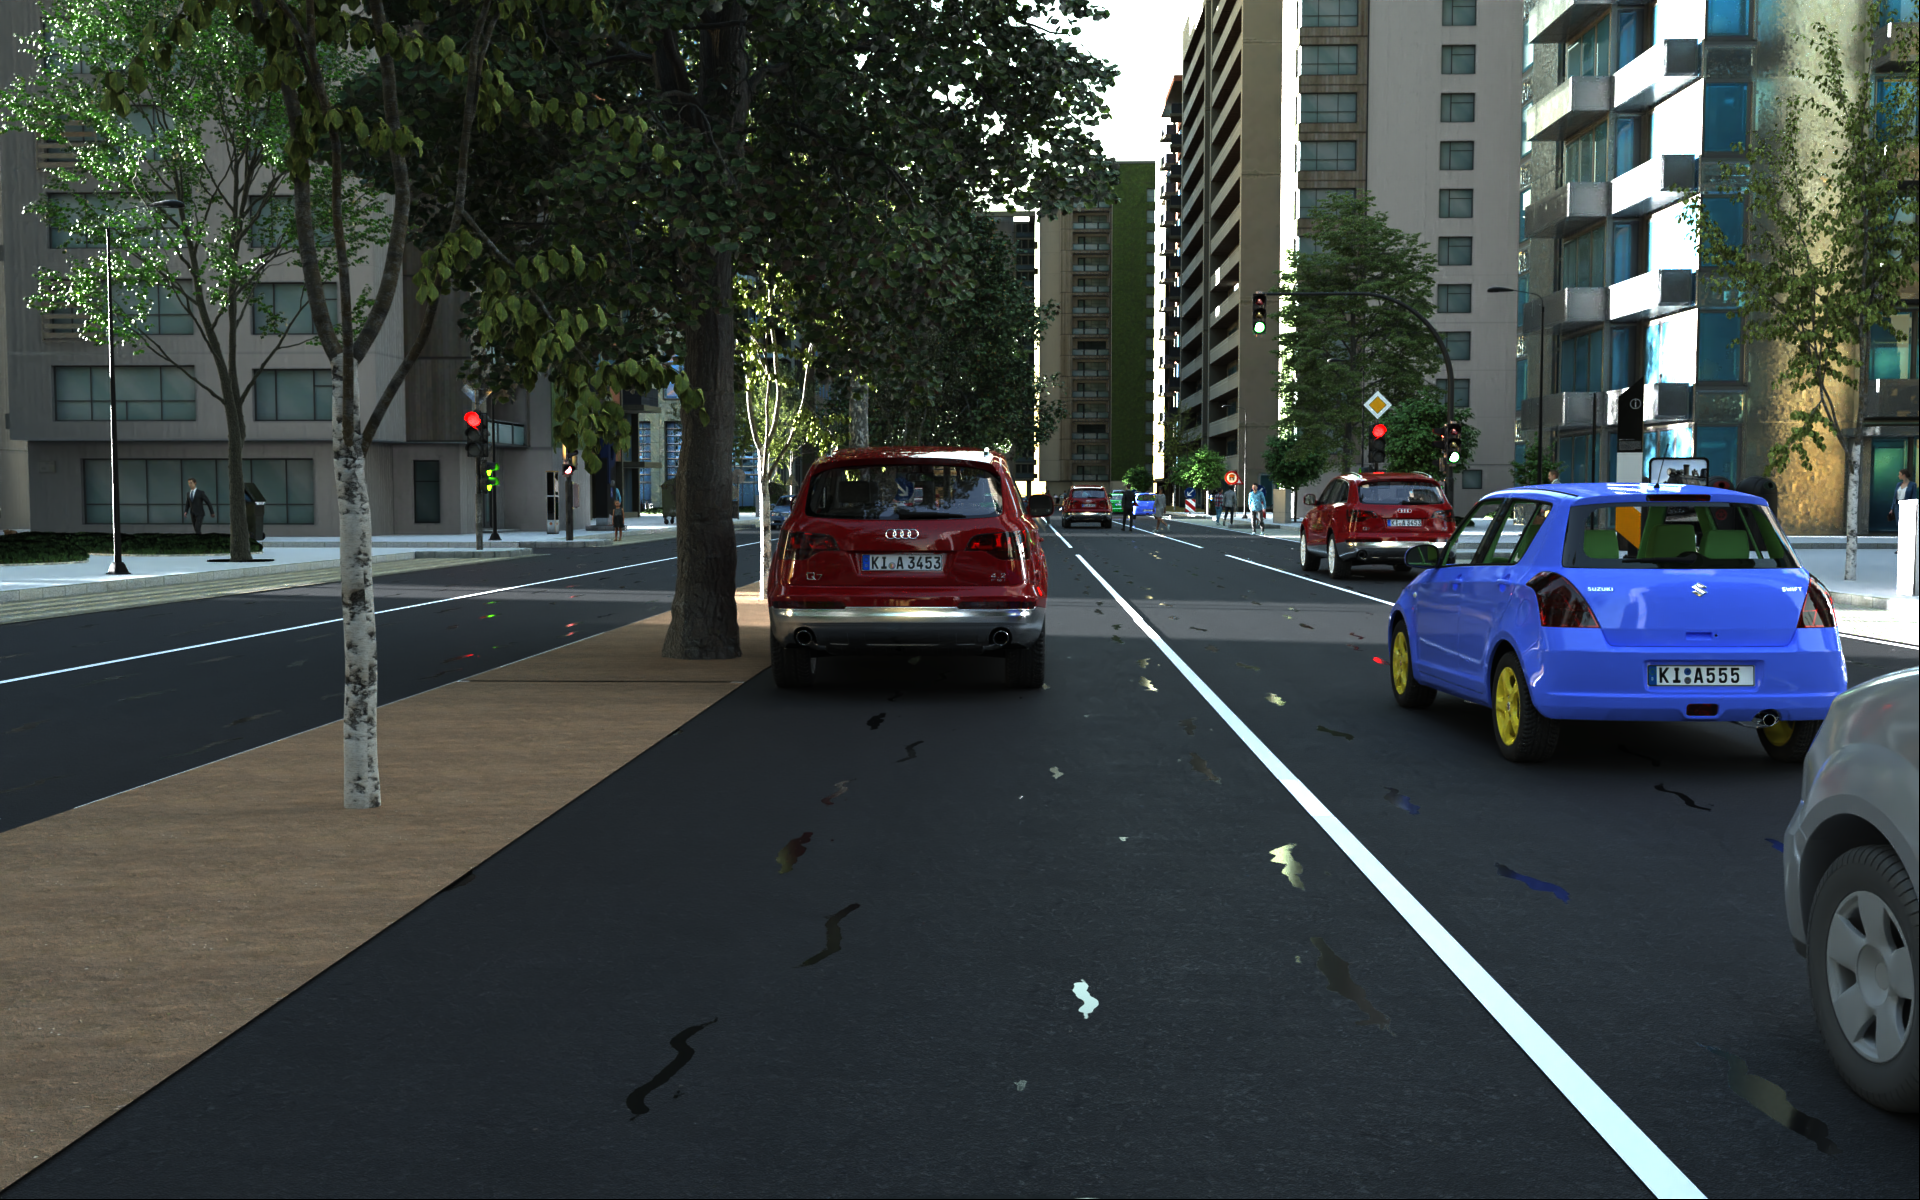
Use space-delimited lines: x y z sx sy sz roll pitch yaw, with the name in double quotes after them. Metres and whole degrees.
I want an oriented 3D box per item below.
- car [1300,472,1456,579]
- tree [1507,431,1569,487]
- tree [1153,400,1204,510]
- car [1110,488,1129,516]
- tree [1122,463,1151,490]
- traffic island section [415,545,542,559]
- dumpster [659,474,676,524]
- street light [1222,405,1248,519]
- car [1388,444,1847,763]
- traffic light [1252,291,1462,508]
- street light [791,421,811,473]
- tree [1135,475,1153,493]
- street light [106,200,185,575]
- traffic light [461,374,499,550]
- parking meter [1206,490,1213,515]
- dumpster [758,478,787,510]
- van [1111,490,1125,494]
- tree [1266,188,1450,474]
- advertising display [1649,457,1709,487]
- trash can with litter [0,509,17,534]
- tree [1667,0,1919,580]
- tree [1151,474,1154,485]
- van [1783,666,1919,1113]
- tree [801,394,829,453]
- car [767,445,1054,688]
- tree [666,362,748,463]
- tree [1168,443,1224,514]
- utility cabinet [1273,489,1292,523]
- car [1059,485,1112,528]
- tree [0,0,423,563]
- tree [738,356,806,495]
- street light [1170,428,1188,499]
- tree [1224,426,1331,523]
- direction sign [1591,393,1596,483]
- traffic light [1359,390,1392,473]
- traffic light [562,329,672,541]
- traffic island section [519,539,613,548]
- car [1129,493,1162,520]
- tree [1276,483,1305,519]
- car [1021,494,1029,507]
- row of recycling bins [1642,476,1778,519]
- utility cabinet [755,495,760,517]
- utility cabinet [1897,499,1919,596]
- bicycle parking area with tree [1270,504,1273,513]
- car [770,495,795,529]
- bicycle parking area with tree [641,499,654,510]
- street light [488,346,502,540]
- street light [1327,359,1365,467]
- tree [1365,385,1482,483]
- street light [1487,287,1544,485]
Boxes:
7.332 -1.345 30.668 2.281 1.827 5.304 0 4 3 "car"
17.543 -3.575 53.049 1.663 3.219 1.824 0 3 0 "tree"
17.044 -11.367 136.215 4.737 8.622 4.395 0 3 0 "tree"
9.599 -5.862 104.637 1.959 1.807 4.718 0 4 4 "car"
18.987 -12.294 184.712 4.285 4.588 4.351 0 3 0 "tree"
-11.087 -1.078 39.910 2.009 0.180 2.903 0 4 2 "traffic island section"
-11.939 -4.367 73.895 1.502 2.255 1.985 0 4 2 "dumpster"
14.372 -7.214 90.485 1.470 5.913 1.316 0 4 2 "street light"
3.774 -0.058 10.541 1.945 1.707 3.694 0 4 1 "car"
8.907 -3.932 38.954 4.771 5.953 1.251 0 4 2 "traffic light"
-10.102 -8.360 109.226 1.470 5.913 1.316 0 4 2 "street light"
17.896 -10.735 170.121 1.663 3.219 1.824 0 3 0 "tree"
-12.933 -3.363 27.521 1.470 5.913 1.316 0 4 2 "street light"
-11.047 -3.110 39.774 0.839 4.253 0.868 0 4 2 "traffic light"
15.422 -6.035 107.077 0.372 1.533 0.369 0 3 0 "parking meter"
-10.990 -6.054 101.471 1.502 2.255 1.985 0 4 2 "dumpster"
15.343 -9.862 168.262 2.013 2.044 4.112 0 4 2 "van"
14.854 -8.982 64.975 7.486 12.596 7.792 0 3 0 "tree"
12.580 -1.538 30.362 0.974 1.923 0.123 1 4 20 "advertising display"
-26.714 -2.248 48.146 1.055 1.170 0.624 -1 4 -17 "trash can with litter"
13.119 -4.610 25.730 4.737 8.622 4.395 0 3 0 "tree"
17.272 -8.898 129.190 4.285 4.588 4.351 0 3 0 "tree"
2.929 0.261 2.747 2.013 2.044 4.112 0 4 0 "van"
-9.787 -10.840 127.604 4.360 8.622 3.978 0 3 0 "tree"
-0.342 -0.347 14.351 2.281 1.827 5.304 0 4 1 "car"
-12.349 -8.149 83.596 4.360 8.622 3.978 0 3 0 "tree"
15.756 -7.763 110.634 4.285 4.588 4.351 0 3 0 "tree"
14.085 -4.097 75.661 0.318 1.500 1.173 -1 4 -17 "utility cabinet"
5.411 -4.008 74.197 2.281 1.827 5.304 0 4 2 "car"
-13.775 -6.532 32.548 9.928 11.665 9.643 0 3 0 "tree"
-11.751 -11.211 117.705 7.601 10.594 8.767 -3 4 -36 "tree"
15.345 -9.090 121.158 1.470 5.913 1.316 0 4 2 "street light"
15.153 -5.794 78.441 4.285 4.588 4.351 0 3 0 "tree"
14.364 -2.892 39.286 0.379 3.537 0.876 1 4 21 "direction sign"
11.280 -3.552 47.003 0.839 4.253 0.868 0 4 2 "traffic light"
-8.675 -4.468 47.716 4.771 5.953 1.251 0 4 2 "traffic light"
-10.809 -1.566 47.890 2.009 0.180 2.903 0 4 2 "traffic island section"
10.564 -5.459 98.840 1.945 1.707 3.694 0 4 1 "car"
16.885 -5.789 89.252 1.663 3.219 1.824 0 3 0 "tree"
5.186 -8.579 152.269 2.014 1.417 4.499 0 4 3 "car"
16.687 -1.968 39.292 3.534 1.692 1.069 0 4 -2 "row of recycling bins"
-11.287 -5.307 97.925 0.306 1.237 1.020 0 4 8 "utility cabinet"
12.463 -0.668 22.080 1.020 1.237 0.306 -1 4 -17 "utility cabinet"
24.534 -7.751 113.734 9.016 4.147 8.231 1 4 18 "bicycle parking area with tree"
-6.787 -3.647 71.630 2.014 1.417 4.499 0 4 1 "car"
-25.045 -8.093 119.317 8.231 4.147 9.016 0 4 -3 "bicycle parking area with tree"
-12.370 -4.609 47.890 1.470 5.913 1.316 0 4 2 "street light"
13.291 -5.320 59.520 1.470 5.913 1.316 0 4 2 "street light"
13.952 -4.188 52.180 4.285 4.588 4.351 0 3 0 "tree"
12.515 -4.062 38.957 1.470 5.913 1.316 0 4 2 "street light"
